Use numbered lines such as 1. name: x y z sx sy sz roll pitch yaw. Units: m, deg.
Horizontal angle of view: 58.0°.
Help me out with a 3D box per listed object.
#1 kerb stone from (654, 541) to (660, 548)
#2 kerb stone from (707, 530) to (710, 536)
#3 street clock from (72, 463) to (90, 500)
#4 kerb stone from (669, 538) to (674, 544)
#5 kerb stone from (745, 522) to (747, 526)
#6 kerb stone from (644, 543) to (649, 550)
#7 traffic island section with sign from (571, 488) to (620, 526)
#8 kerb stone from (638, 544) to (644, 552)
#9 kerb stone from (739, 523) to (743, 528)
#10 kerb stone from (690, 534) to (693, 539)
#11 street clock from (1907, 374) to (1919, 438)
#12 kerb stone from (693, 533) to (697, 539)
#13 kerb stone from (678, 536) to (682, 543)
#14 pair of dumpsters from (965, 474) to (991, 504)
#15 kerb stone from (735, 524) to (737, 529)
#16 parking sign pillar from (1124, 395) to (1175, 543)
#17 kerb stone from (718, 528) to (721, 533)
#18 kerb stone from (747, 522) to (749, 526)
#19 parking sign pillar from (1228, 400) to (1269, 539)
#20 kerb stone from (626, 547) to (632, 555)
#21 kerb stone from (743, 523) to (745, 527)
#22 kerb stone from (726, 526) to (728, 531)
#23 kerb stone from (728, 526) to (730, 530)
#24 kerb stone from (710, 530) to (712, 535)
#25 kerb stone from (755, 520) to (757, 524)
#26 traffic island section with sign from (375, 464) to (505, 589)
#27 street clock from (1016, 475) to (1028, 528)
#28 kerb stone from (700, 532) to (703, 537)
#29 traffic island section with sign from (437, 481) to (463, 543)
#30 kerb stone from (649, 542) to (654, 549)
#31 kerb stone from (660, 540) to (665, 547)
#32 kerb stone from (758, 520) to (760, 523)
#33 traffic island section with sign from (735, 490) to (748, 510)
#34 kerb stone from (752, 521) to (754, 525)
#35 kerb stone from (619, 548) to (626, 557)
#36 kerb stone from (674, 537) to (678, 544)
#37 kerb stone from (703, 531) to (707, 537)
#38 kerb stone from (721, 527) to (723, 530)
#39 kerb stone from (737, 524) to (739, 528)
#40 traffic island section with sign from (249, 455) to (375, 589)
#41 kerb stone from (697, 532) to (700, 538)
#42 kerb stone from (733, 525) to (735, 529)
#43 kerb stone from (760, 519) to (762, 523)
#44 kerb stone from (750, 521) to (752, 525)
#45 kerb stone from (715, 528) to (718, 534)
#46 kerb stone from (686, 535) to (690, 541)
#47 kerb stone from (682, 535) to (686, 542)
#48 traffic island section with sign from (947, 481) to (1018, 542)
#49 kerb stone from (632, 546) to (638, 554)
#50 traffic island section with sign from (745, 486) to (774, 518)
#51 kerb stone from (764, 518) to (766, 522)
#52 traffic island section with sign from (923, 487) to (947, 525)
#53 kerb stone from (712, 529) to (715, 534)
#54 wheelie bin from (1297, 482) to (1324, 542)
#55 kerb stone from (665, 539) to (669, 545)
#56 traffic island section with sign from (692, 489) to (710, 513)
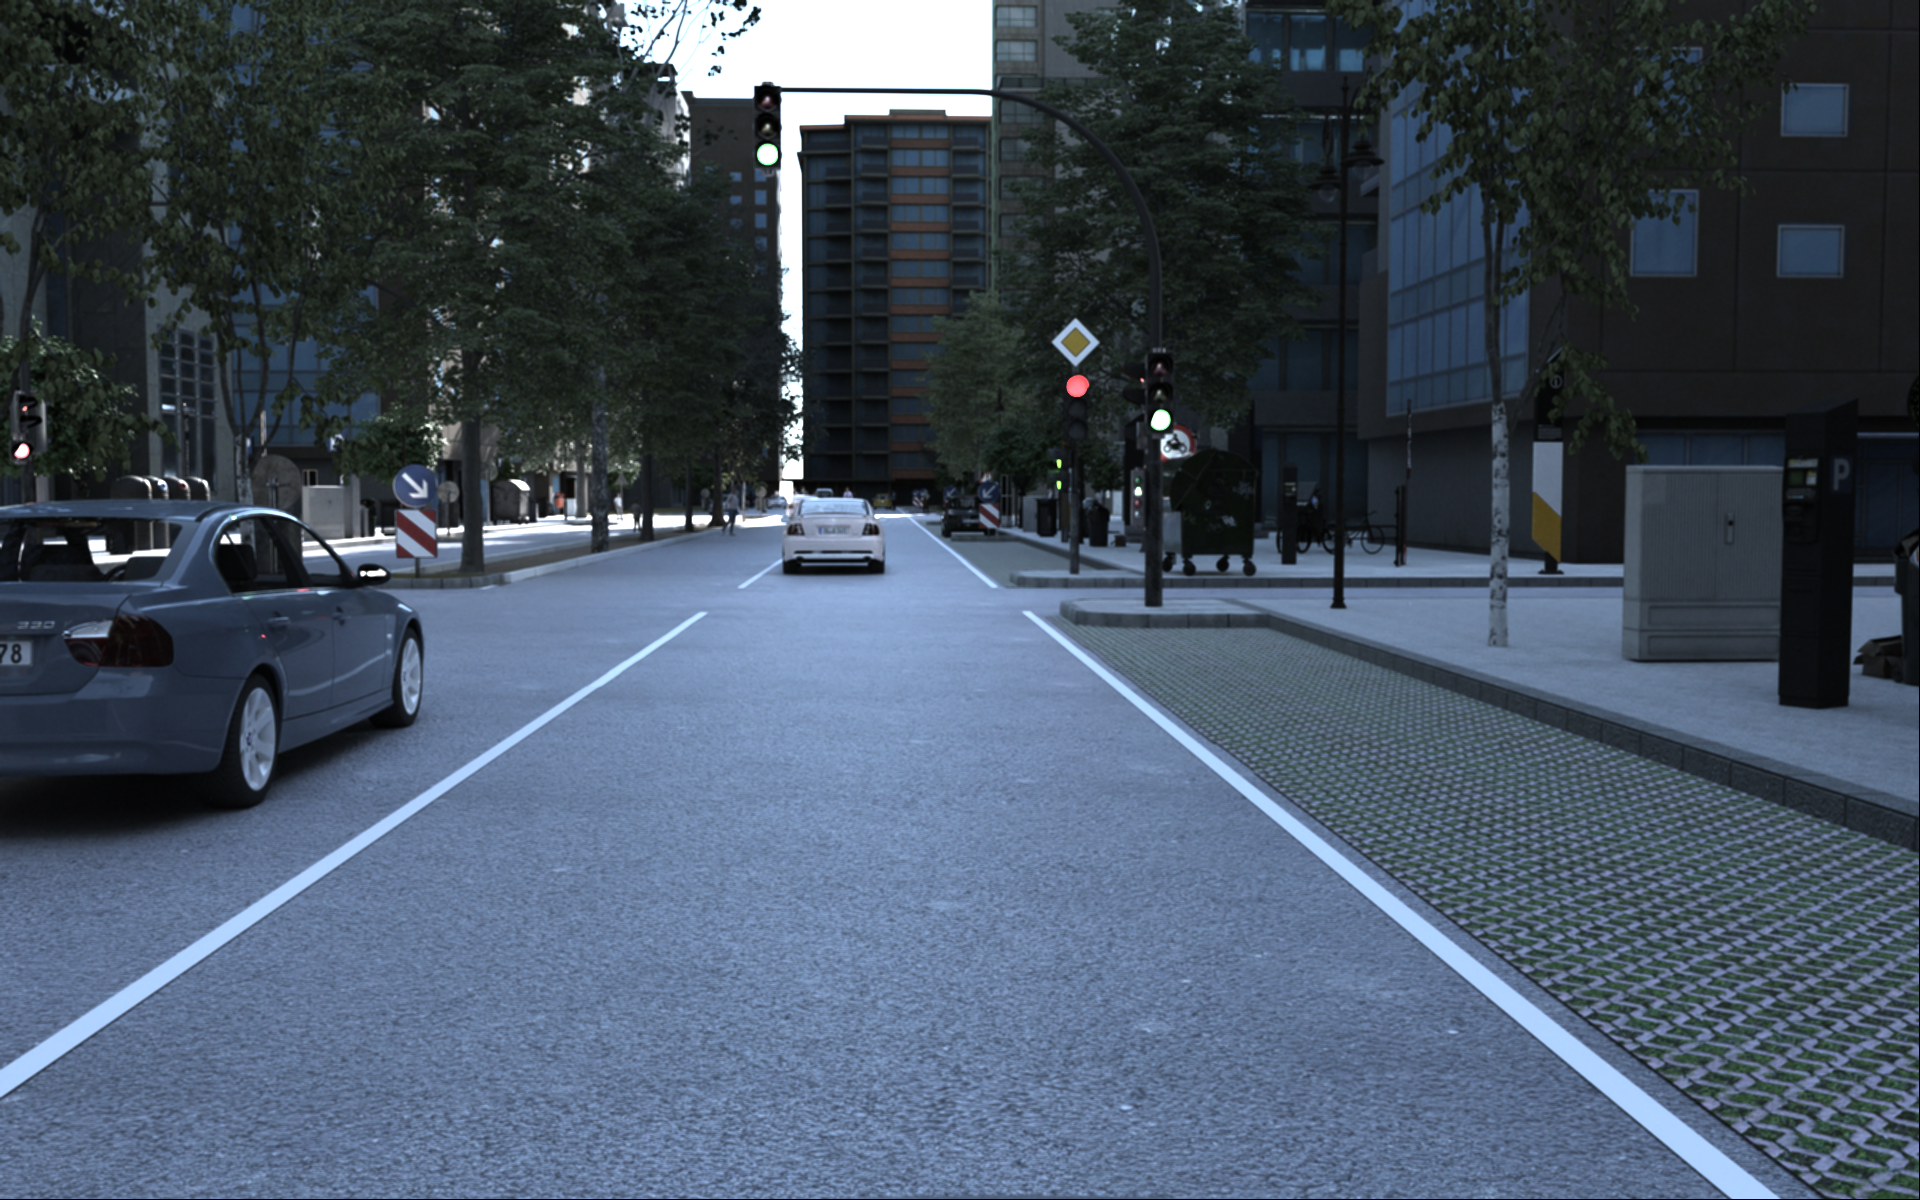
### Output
1. kerb stone: -8.135 -1.442 45.811 0.120 0.150 1.000 0 4 -3
2. kerb stone: -8.734 -2.258 59.119 0.120 0.150 1.000 0 4 -3
3. street clock: -20.736 -2.222 40.897 0.471 2.002 0.358 3 5 42
4. kerb stone: -8.271 -1.631 48.876 0.120 0.150 1.000 0 4 -3
5. kerb stone: -9.503 -3.257 75.496 0.120 0.150 1.000 0 4 -3
6. kerb stone: -8.044 -1.311 43.769 0.120 0.150 1.000 0 4 -3
7. traffic island section with sign: -16.597 -4.312 79.132 1.989 1.847 2.006 0 4 -3
8. kerb stone: -7.988 -1.252 42.748 0.120 0.150 1.000 0 4 -3
9. kerb stone: -9.411 -3.135 73.451 0.120 0.150 1.000 0 4 -3
10. kerb stone: -8.521 -1.945 53.992 0.120 0.150 1.000 0 4 -3
11. street clock: 5.325 -0.287 9.269 0.471 2.002 0.358 3 4 37
12. kerb stone: -8.557 -1.998 55.023 0.120 0.150 1.000 0 4 -3
13. kerb stone: -8.369 -1.754 50.924 0.120 0.150 1.000 0 4 -3
14. pair of dumpsters: 1.164 -5.228 87.967 1.574 2.255 4.437 0 4 -3
15. kerb stone: -9.268 -2.947 70.377 0.120 0.150 1.000 0 4 -3
16. parking sign pillar: 5.032 -3.506 45.803 1.447 3.967 1.447 1 4 17
17. kerb stone: -8.934 -2.508 63.216 0.120 0.150 1.000 0 4 -3
18. kerb stone: -9.539 -3.318 76.518 0.120 0.150 1.000 0 4 -3
19. parking sign pillar: 8.266 -3.782 50.310 1.447 3.967 1.447 -1 4 -20
20. kerb stone: -7.892 -1.129 40.706 0.120 0.150 1.000 0 4 -3
21. kerb stone: -9.452 -3.198 74.475 0.120 0.150 1.000 0 4 -3
22. kerb stone: -9.088 -2.697 66.283 0.120 0.150 1.000 0 4 -3
23. kerb stone: -9.129 -2.759 67.309 0.120 0.150 1.000 0 4 -3
24. kerb stone: -8.794 -2.321 60.140 0.120 0.150 1.000 0 4 -3
25. kerb stone: -9.792 -3.634 81.636 0.120 0.150 1.000 0 4 -3
26. traffic island section with sign: -8.301 -1.153 26.984 2.006 1.907 1.989 0 4 -3
27. street clock: 2.312 -3.675 64.662 0.358 2.002 0.471 3 5 43
28. kerb stone: -8.648 -2.130 57.071 0.120 0.150 1.000 0 4 -3
29. traffic island section with sign: -15.332 -2.630 51.635 1.989 1.847 2.006 0 4 -3
30. kerb stone: -8.093 -1.382 44.790 0.120 0.150 1.000 0 4 -3
31. kerb stone: -8.172 -1.507 46.834 0.120 0.150 1.000 0 4 -3
32. kerb stone: -9.883 -3.761 83.681 0.120 0.150 1.000 0 4 -3
33. traffic island section with sign: -20.130 -8.991 155.636 1.989 1.847 2.006 0 4 -3
34. kerb stone: -9.690 -3.510 79.583 0.120 0.150 1.000 0 4 -3
35. kerb stone: -7.840 -1.070 39.685 0.120 0.150 1.000 0 4 -3
36. kerb stone: -8.320 -1.695 49.903 0.120 0.150 1.000 0 4 -3
37. kerb stone: -8.693 -2.196 58.094 0.120 0.150 1.000 0 4 -3
38. kerb stone: -8.984 -2.570 64.242 0.120 0.150 1.000 0 4 -3
39. kerb stone: -9.307 -3.010 71.404 0.120 0.150 1.000 0 4 -3
40. traffic island section with sign: -7.969 -0.700 19.585 2.006 1.907 1.989 0 4 -3
41. kerb stone: -8.607 -2.070 56.048 0.120 0.150 1.000 0 4 -3
42. kerb stone: -9.220 -2.884 69.356 0.120 0.150 1.000 0 4 -3
43. kerb stone: -9.924 -3.823 84.702 0.120 0.150 1.000 0 4 -3
44. kerb stone: -9.644 -3.446 78.562 0.120 0.150 1.000 0 4 -3
45. kerb stone: -8.881 -2.446 62.193 0.120 0.150 1.000 0 4 -3
46. kerb stone: -8.461 -1.882 52.968 0.120 0.150 1.000 0 4 -3
47. kerb stone: -8.412 -1.815 51.946 0.120 0.150 1.000 0 4 -3
48. traffic island section with sign: 0.726 -2.682 52.477 1.989 1.847 2.006 0 4 -3
49. kerb stone: -7.944 -1.194 41.726 0.120 0.150 1.000 0 4 -3
50. traffic island section with sign: -11.778 -5.744 102.043 2.006 1.907 1.989 0 4 -3
51. kerb stone: -10.068 -4.011 87.773 0.120 0.150 1.000 0 4 -3
52. traffic island section with sign: -0.556 -4.369 80.067 1.989 1.847 2.006 0 4 -3
53. kerb stone: -8.840 -2.379 61.171 0.120 0.150 1.000 0 4 -3
54. wheelie bin: 9.252 -2.339 46.146 0.693 1.594 0.980 -3 4 -38
55. kerb stone: -8.226 -1.561 47.855 0.120 0.150 1.000 0 4 -3
56. traffic island section with sign: -18.897 -7.344 128.709 1.989 1.847 2.006 0 4 -3
